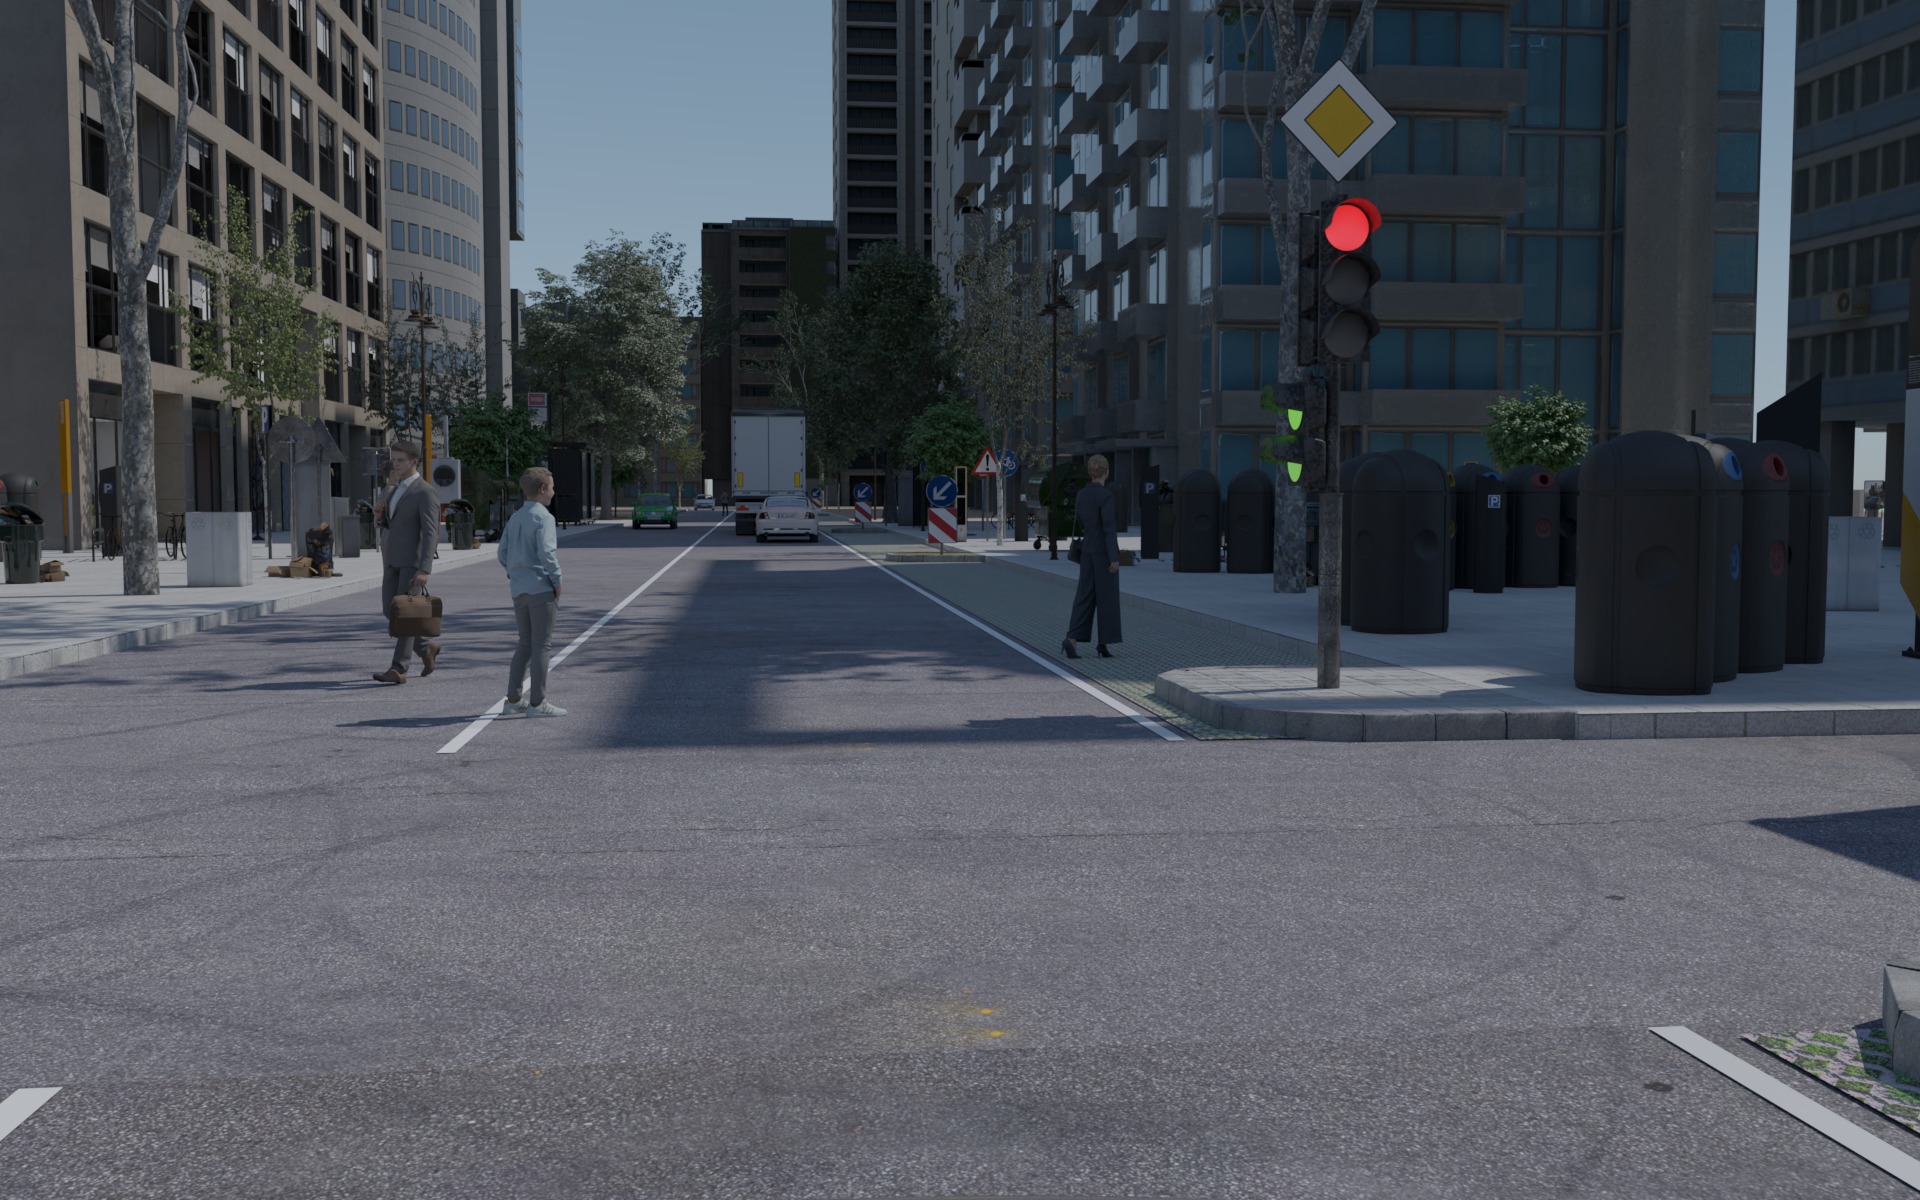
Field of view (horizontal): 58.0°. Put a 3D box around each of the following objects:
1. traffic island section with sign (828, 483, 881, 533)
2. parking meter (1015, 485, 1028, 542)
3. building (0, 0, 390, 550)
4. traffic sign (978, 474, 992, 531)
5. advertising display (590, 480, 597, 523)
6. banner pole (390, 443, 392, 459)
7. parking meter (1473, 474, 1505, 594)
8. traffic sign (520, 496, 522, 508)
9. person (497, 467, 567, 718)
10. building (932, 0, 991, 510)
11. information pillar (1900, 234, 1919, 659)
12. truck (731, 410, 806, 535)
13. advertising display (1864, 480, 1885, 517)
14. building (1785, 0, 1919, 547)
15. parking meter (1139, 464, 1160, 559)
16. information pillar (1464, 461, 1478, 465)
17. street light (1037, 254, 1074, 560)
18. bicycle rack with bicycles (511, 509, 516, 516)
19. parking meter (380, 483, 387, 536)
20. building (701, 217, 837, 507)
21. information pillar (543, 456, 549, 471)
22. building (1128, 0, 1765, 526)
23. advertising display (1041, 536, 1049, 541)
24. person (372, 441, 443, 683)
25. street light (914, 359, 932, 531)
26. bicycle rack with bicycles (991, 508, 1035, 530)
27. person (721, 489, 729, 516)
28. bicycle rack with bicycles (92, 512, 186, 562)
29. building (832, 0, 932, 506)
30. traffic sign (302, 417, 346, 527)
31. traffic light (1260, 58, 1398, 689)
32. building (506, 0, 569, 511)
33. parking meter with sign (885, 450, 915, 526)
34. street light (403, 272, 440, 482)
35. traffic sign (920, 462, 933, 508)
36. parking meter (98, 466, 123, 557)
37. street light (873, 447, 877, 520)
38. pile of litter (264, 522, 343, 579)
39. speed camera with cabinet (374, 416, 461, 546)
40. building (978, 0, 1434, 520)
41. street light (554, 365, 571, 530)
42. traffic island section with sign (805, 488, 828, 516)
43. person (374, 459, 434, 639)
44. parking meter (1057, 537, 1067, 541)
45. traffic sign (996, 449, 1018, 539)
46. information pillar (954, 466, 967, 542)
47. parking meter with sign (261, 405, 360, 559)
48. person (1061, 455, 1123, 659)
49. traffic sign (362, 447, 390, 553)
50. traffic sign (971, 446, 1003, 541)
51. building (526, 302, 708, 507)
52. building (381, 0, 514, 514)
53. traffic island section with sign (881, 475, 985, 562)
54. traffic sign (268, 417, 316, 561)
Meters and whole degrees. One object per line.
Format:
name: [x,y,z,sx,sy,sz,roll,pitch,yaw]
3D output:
traffic island section with sign: [-3.730,-3.375,63.813,1.989,1.847,2.006,0,4,-7]
parking meter: [1.664,-2.352,46.862,0.372,1.533,0.369,0,3,0]
building: [-31.623,-15.293,54.559,19.350,26.468,34.151,0,4,-7]
traffic sign: [0.792,-3.660,59.942,0.768,2.556,0.104,0,4,-3]
advertising display: [-16.785,-4.460,78.129,0.974,1.923,0.123,2,4,34]
banner pole: [-27.015,-5.637,82.188,0.401,3.779,0.863,-1,4,-23]
parking meter: [6.862,-0.859,22.462,0.372,1.533,0.369,0,3,0]
traffic sign: [-15.351,-3.703,60.545,0.884,2.594,0.081,0,4,0]
person: [-2.724,-0.050,11.134,0.330,1.601,0.589,-3,4,-38]
building: [12.330,-33.823,142.241,28.713,52.752,27.495,0,4,-7]
information pillar: [7.548,-1.355,13.517,0.183,3.616,0.504,0,4,1]
truck: [-6.985,-4.553,63.350,2.839,4.237,11.283,0,4,-6]
advertising display: [42.600,-4.619,80.736,0.123,1.923,0.974,-2,4,-27]
building: [32.596,-20.821,32.304,23.993,40.220,32.217,0,4,-7]
parking meter: [3.734,-1.742,34.190,0.399,1.863,0.255,1,4,9]
information pillar: [11.501,-2.114,39.057,0.304,2.012,0.304,1,4,15]
street light: [1.835,-3.718,33.581,0.468,5.910,1.993,0,4,-7]
bicycle rack with bicycles: [-20.693,-3.805,75.600,2.852,0.926,2.925,-3,5,-44]
parking meter: [-12.817,-1.866,38.923,0.372,1.533,0.369,0,3,0]
building: [-20.301,-25.204,183.786,14.107,30.474,14.160,0,4,-7]
information pillar: [-18.717,-5.345,78.745,0.504,3.616,0.183,1,4,18]
building: [16.440,-27.609,71.014,23.786,49.044,30.456,0,4,-7]
advertising display: [2.358,-2.582,47.429,0.123,1.923,0.974,-1,4,-12]
person: [-4.175,-0.289,13.189,0.622,1.834,0.822,2,4,28]
street light: [-1.275,-5.295,59.355,0.468,5.910,1.993,0,4,-7]
bicycle rack with bicycles: [2.570,-3.039,63.077,2.925,0.926,2.852,0,4,7]
person: [-15.268,-6.313,112.244,0.617,1.759,0.750,-1,4,-21]
bicycle rack with bicycles: [-15.788,-1.262,34.020,2.852,0.926,2.925,-1,4,-20]
building: [-3.189,-45.869,188.205,20.611,71.187,20.563,0,4,-7]
traffic sign: [-10.756,-1.779,29.091,0.884,2.594,0.081,0,4,-1]
traffic light: [2.422,-1.372,11.358,0.839,4.253,0.868,0,4,-7]
building: [-47.465,-50.422,137.067,31.000,86.520,22.319,0,4,-7]
parking meter with sign: [-2.128,-4.454,69.085,1.738,3.016,0.543,0,4,-1]
street light: [-11.191,-3.875,36.148,0.468,5.910,1.993,0,4,-7]
traffic sign: [-0.929,-3.482,57.040,0.768,2.556,0.104,0,4,-4]
parking meter: [-17.413,-1.824,35.531,0.399,1.863,0.255,0,4,3]
street light: [-4.192,-6.883,85.323,0.468,5.910,1.993,0,4,-7]
pile of litter: [-10.198,-0.792,26.914,1.176,0.858,1.719,-1,4,-14]
speed camera with cabinet: [-13.600,-3.001,43.404,2.038,3.252,0.660,-1,4,-10]
building: [13.202,-30.144,112.459,23.786,49.044,30.456,0,4,-7]
street light: [-14.285,-5.479,62.372,0.468,5.910,1.993,0,4,-7]
traffic island section with sign: [-9.525,-6.376,112.869,1.989,1.847,2.006,0,4,-7]
person: [-5.533,-0.510,17.185,0.599,1.781,0.374,3,5,42]
parking meter: [2.770,-2.397,47.595,0.372,1.533,0.369,0,3,0]
traffic sign: [1.272,-3.014,49.392,0.768,2.556,0.104,0,4,-5]
information pillar: [0.017,-2.553,46.234,0.304,2.012,0.304,0,4,-6]
parking meter with sign: [-12.896,-2.336,34.462,1.738,3.016,0.543,-2,4,-35]
person: [1.176,-0.371,14.981,0.576,1.772,0.534,2,4,33]
traffic sign: [-12.766,-2.189,37.917,0.606,2.300,0.079,0,4,-4]
traffic sign: [0.747,-2.882,47.124,0.884,2.594,0.081,0,4,-2]
building: [-42.429,-20.982,188.091,28.899,21.520,27.650,0,4,-7]
building: [-37.736,-33.854,95.517,21.231,58.520,28.212,0,4,-7]
traffic island section with sign: [-0.568,-1.738,37.043,1.989,1.847,2.006,0,4,-7]
traffic sign: [-11.007,-1.740,28.550,0.768,2.556,0.104,0,4,-4]
